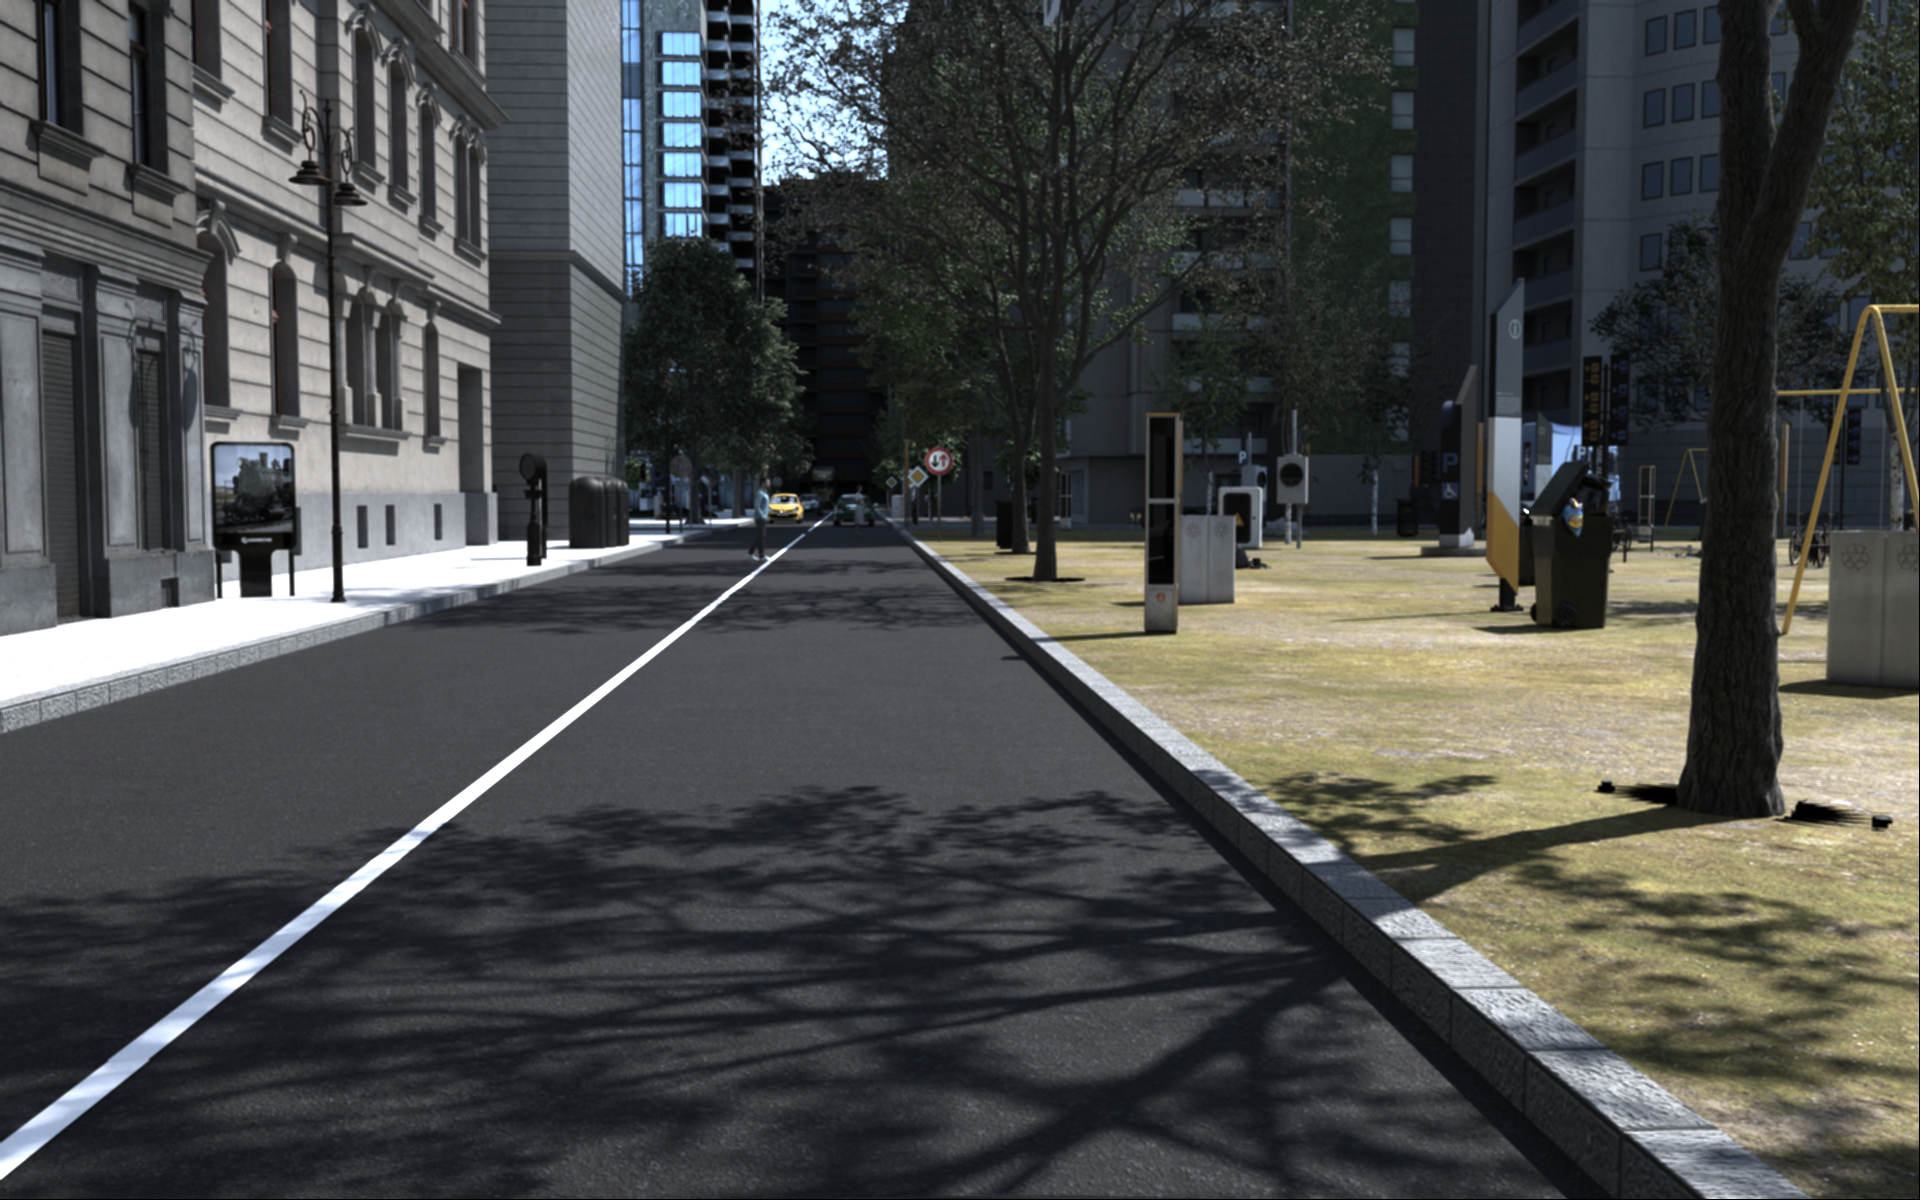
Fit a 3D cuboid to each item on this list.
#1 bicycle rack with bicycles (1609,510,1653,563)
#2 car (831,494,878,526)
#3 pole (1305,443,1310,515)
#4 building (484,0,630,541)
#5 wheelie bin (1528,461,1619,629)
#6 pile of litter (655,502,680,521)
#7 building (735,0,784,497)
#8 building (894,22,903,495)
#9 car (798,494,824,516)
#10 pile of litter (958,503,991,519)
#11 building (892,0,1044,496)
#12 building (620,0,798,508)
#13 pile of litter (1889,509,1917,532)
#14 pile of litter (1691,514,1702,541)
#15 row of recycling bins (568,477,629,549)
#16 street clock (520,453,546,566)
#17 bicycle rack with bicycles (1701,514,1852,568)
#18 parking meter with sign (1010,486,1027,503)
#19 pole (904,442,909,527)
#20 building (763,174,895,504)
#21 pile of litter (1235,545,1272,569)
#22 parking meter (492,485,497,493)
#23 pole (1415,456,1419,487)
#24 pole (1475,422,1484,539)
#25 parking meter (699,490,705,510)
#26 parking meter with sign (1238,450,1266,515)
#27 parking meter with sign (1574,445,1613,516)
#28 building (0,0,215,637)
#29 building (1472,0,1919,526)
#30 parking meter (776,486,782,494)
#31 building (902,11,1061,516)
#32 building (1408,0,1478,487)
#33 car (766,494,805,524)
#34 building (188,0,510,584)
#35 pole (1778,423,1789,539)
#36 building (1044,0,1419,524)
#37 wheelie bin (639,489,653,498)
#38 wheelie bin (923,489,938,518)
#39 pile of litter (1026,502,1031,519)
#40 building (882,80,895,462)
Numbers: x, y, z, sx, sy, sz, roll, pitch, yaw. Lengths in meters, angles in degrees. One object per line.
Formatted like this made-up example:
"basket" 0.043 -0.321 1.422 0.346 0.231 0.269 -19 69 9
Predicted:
"bicycle rack with bicycles" 11.067 -1.142 32.060 2.852 0.926 2.925 2 4 31
"car" -4.764 -4.059 78.160 2.131 1.459 4.920 0 4 -2
"pole" 13.926 -4.619 69.356 0.158 3.312 0.155 0 3 0
"building" -25.700 -16.766 51.624 29.804 29.767 11.434 0 4 -3
"wheelie bin" 5.926 -0.541 16.760 0.693 1.594 0.980 0 4 -2
"pile of litter" -14.358 -4.305 84.347 1.719 0.858 1.176 1 4 12
"building" -29.241 -45.514 182.410 20.563 71.187 20.611 0 4 -3
"building" 0.890 -31.378 163.145 14.600 45.320 14.200 0 4 -3
"car" -10.082 -6.332 115.326 2.131 1.459 4.920 0 4 -2
"pile of litter" 0.778 -4.672 90.360 1.719 0.858 1.176 0 4 5
"building" 3.228 -45.362 179.921 20.563 71.187 20.611 0 4 -3
"building" -35.214 -54.517 204.031 31.000 86.520 22.319 0 4 -3
"pile of litter" 27.154 -2.188 49.731 1.176 0.858 1.719 -1 4 -21
"pile of litter" 20.705 -2.049 47.463 1.176 0.858 1.719 -1 4 -9
"row of recycling bins" -8.726 -2.144 42.163 1.069 1.692 3.534 0 4 1
"street clock" -7.602 -1.608 30.856 0.471 2.002 0.358 3 5 40
"bicycle rack with bicycles" 14.955 -1.112 31.559 2.852 0.926 2.925 3 5 44
"parking meter with sign" 3.040 -5.939 93.355 0.543 3.016 1.738 3 5 42
"pole" -2.086 -4.537 68.028 0.158 3.312 0.155 0 3 0
"building" -16.731 -35.677 237.947 28.867 44.769 22.147 0 4 -3
"pile of litter" 4.632 -0.998 30.276 1.176 0.858 1.719 -2 4 -34
"parking meter" -12.738 -2.357 46.942 0.372 1.533 0.369 0 3 0
"pole" 24.462 -6.051 92.773 0.158 3.312 0.155 0 3 0
"pole" 14.773 -3.390 49.276 0.158 3.312 0.155 0 3 0
"parking meter" -15.813 -5.975 106.096 0.372 1.533 0.369 0 3 0
"parking meter with sign" 12.018 -4.496 69.767 1.738 3.016 0.543 -2 4 -34
"parking meter with sign" 22.263 -3.947 60.786 0.543 3.016 1.738 -1 4 -14
"building" -13.075 -9.897 10.967 9.793 20.994 18.267 0 4 -3
"building" 40.343 -32.799 78.259 28.212 58.520 21.231 0 4 -3
"parking meter" -13.224 -7.383 126.420 0.399 1.863 0.255 3 5 44
"building" 3.368 -20.570 108.014 14.160 30.474 14.107 0 4 -3
"building" 55.256 -47.232 210.491 20.611 71.187 20.563 0 4 -3
"car" -8.538 -4.532 84.325 2.015 1.641 3.980 0 4 -3
"building" -17.322 -14.950 31.826 14.401 28.519 23.554 0 4 -3
"pole" 23.547 -3.405 49.523 0.158 3.312 0.155 0 3 0
"building" 11.278 -24.031 76.509 14.086 41.232 14.154 0 4 -3
"wheelie bin" -21.038 -6.604 115.887 0.980 1.594 0.693 1 4 9
"wheelie bin" -1.587 -5.268 94.040 0.693 1.594 0.980 1 4 16
"pile of litter" 3.277 -4.693 90.689 1.719 0.858 1.176 -3 5 -40
"building" 5.094 -37.640 204.645 28.713 52.752 27.495 0 4 -3
